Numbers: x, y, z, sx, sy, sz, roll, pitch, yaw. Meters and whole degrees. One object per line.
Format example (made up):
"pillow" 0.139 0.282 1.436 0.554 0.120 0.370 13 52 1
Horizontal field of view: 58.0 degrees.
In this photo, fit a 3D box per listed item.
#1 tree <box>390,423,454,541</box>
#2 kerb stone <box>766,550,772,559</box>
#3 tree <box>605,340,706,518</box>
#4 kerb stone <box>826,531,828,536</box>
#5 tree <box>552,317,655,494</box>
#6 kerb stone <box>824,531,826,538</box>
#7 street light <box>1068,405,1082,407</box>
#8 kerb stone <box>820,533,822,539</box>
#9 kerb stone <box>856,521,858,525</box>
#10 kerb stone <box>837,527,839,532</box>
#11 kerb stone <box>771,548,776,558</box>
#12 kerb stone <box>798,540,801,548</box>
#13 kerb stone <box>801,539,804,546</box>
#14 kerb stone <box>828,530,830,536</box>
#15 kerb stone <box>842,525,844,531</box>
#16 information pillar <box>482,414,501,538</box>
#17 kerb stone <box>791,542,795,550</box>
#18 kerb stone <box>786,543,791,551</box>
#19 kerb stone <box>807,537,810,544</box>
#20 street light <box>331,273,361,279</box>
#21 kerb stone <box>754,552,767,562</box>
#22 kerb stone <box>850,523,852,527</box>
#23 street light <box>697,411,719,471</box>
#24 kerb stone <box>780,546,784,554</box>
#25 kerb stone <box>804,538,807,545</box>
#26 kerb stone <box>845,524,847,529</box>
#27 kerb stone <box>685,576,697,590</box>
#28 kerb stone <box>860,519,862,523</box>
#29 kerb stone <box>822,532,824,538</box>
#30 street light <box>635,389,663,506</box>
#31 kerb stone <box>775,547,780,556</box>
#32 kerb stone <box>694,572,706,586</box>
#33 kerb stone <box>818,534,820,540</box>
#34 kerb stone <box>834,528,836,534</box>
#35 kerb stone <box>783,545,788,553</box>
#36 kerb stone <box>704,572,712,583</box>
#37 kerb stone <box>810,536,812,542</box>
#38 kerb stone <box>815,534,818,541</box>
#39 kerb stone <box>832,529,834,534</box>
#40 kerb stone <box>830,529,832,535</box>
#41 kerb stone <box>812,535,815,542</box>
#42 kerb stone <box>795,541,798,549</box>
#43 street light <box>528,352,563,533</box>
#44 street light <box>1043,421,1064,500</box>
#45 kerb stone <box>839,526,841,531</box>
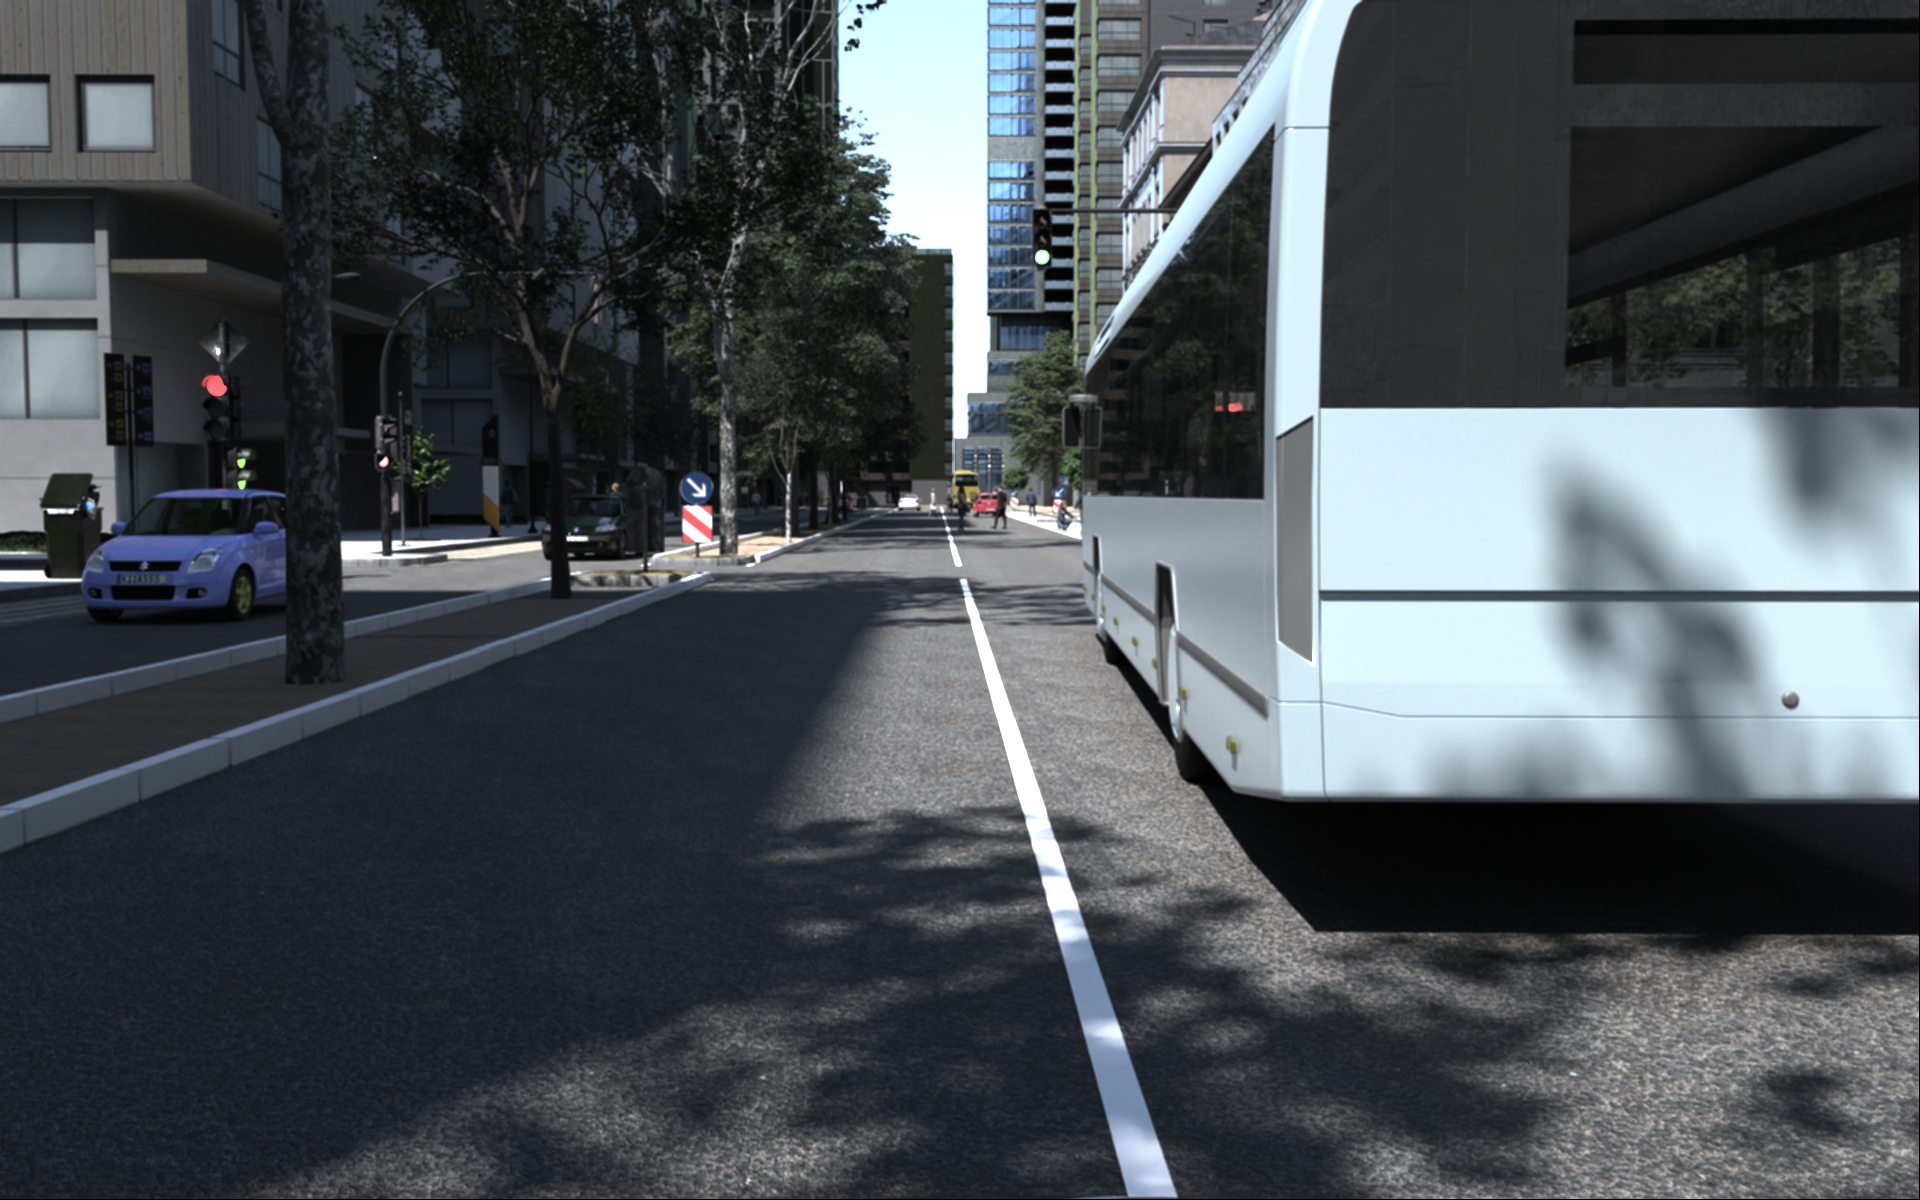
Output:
"tree" -14.620 -3.224 47.314 1.663 3.219 1.824 0 3 0
"kerb stone" -4.277 -0.956 37.821 0.120 0.150 1.000 0 4 -1
"tree" -14.555 -8.057 82.102 4.360 8.622 3.978 0 3 0
"kerb stone" -4.528 -2.142 57.309 0.120 0.150 1.000 0 4 -1
"tree" -14.639 -7.310 69.874 4.737 8.622 4.395 0 3 0
"kerb stone" -4.519 -2.080 56.287 0.120 0.150 1.000 0 4 -1
"street light" 6.306 -7.187 90.050 1.470 5.913 1.316 0 4 -1
"kerb stone" -4.490 -1.960 54.239 0.120 0.150 1.000 0 4 -1
"kerb stone" -4.793 -3.392 77.821 0.120 0.150 1.000 0 4 -1
"kerb stone" -4.620 -2.524 63.459 0.120 0.150 1.000 0 4 -1
"kerb stone" -4.285 -1.013 38.850 0.120 0.150 1.000 0 4 -1
"kerb stone" -4.380 -1.458 46.033 0.120 0.150 1.000 0 4 -1
"kerb stone" -4.399 -1.521 47.061 0.120 0.150 1.000 0 4 -1
"kerb stone" -4.543 -2.210 58.335 0.120 0.150 1.000 0 4 -1
"kerb stone" -4.657 -2.712 66.540 0.120 0.150 1.000 0 4 -1
"information pillar" -13.782 -3.642 50.905 0.504 3.616 0.183 1 4 14
"kerb stone" -4.362 -1.333 43.985 0.120 0.150 1.000 0 4 -1
"kerb stone" -4.346 -1.270 42.962 0.120 0.150 1.000 0 4 -1
"kerb stone" -4.424 -1.647 49.118 0.120 0.150 1.000 0 4 -1
"street light" -13.272 -3.914 36.528 1.470 5.913 1.316 0 4 -1
"kerb stone" -4.265 -0.893 36.796 0.120 0.150 1.000 0 4 -1
"kerb stone" -4.735 -3.088 72.683 0.120 0.150 1.000 0 4 -1
"street light" -14.081 -7.592 96.665 1.470 5.913 1.316 0 4 -1
"kerb stone" -4.319 -1.144 40.899 0.120 0.150 1.000 0 4 -1
"kerb stone" -4.411 -1.583 48.083 0.120 0.150 1.000 0 4 -1
"kerb stone" -4.681 -2.837 68.584 0.120 0.150 1.000 0 4 -1
"kerb stone" -4.122 -0.230 26.023 0.120 0.150 1.000 0 4 -1
"kerb stone" -4.860 -3.653 81.928 0.120 0.150 1.000 0 4 -1
"kerb stone" -4.505 -2.017 55.261 0.120 0.150 1.000 0 4 -1
"street light" -13.800 -6.366 76.620 1.470 5.913 1.316 0 4 -1
"kerb stone" -4.303 -1.081 39.877 0.120 0.150 1.000 0 4 -1
"kerb stone" -4.133 -0.297 27.044 0.120 0.150 1.000 0 4 -1
"kerb stone" -4.484 -1.897 53.212 0.120 0.150 1.000 0 4 -1
"kerb stone" -4.586 -2.396 61.404 0.120 0.150 1.000 0 4 -1
"kerb stone" -4.329 -1.202 41.931 0.120 0.150 1.000 0 4 -1
"kerb stone" -4.148 -0.354 28.067 0.120 0.150 1.000 0 4 -1
"kerb stone" -4.443 -1.708 50.142 0.120 0.150 1.000 0 4 -1
"kerb stone" -4.464 -1.834 52.187 0.120 0.150 1.000 0 4 -1
"kerb stone" -4.579 -2.336 60.381 0.120 0.150 1.000 0 4 -1
"kerb stone" -4.558 -2.273 59.359 0.120 0.150 1.000 0 4 -1
"kerb stone" -4.456 -1.772 51.164 0.120 0.150 1.000 0 4 -1
"kerb stone" -4.366 -1.395 45.011 0.120 0.150 1.000 0 4 -1
"street light" -13.460 -5.140 56.575 1.470 5.913 1.316 0 4 -1
"street light" 5.993 -8.413 110.095 1.470 5.913 1.316 0 4 -1
"kerb stone" -4.630 -2.586 64.484 0.120 0.150 1.000 0 4 -1
